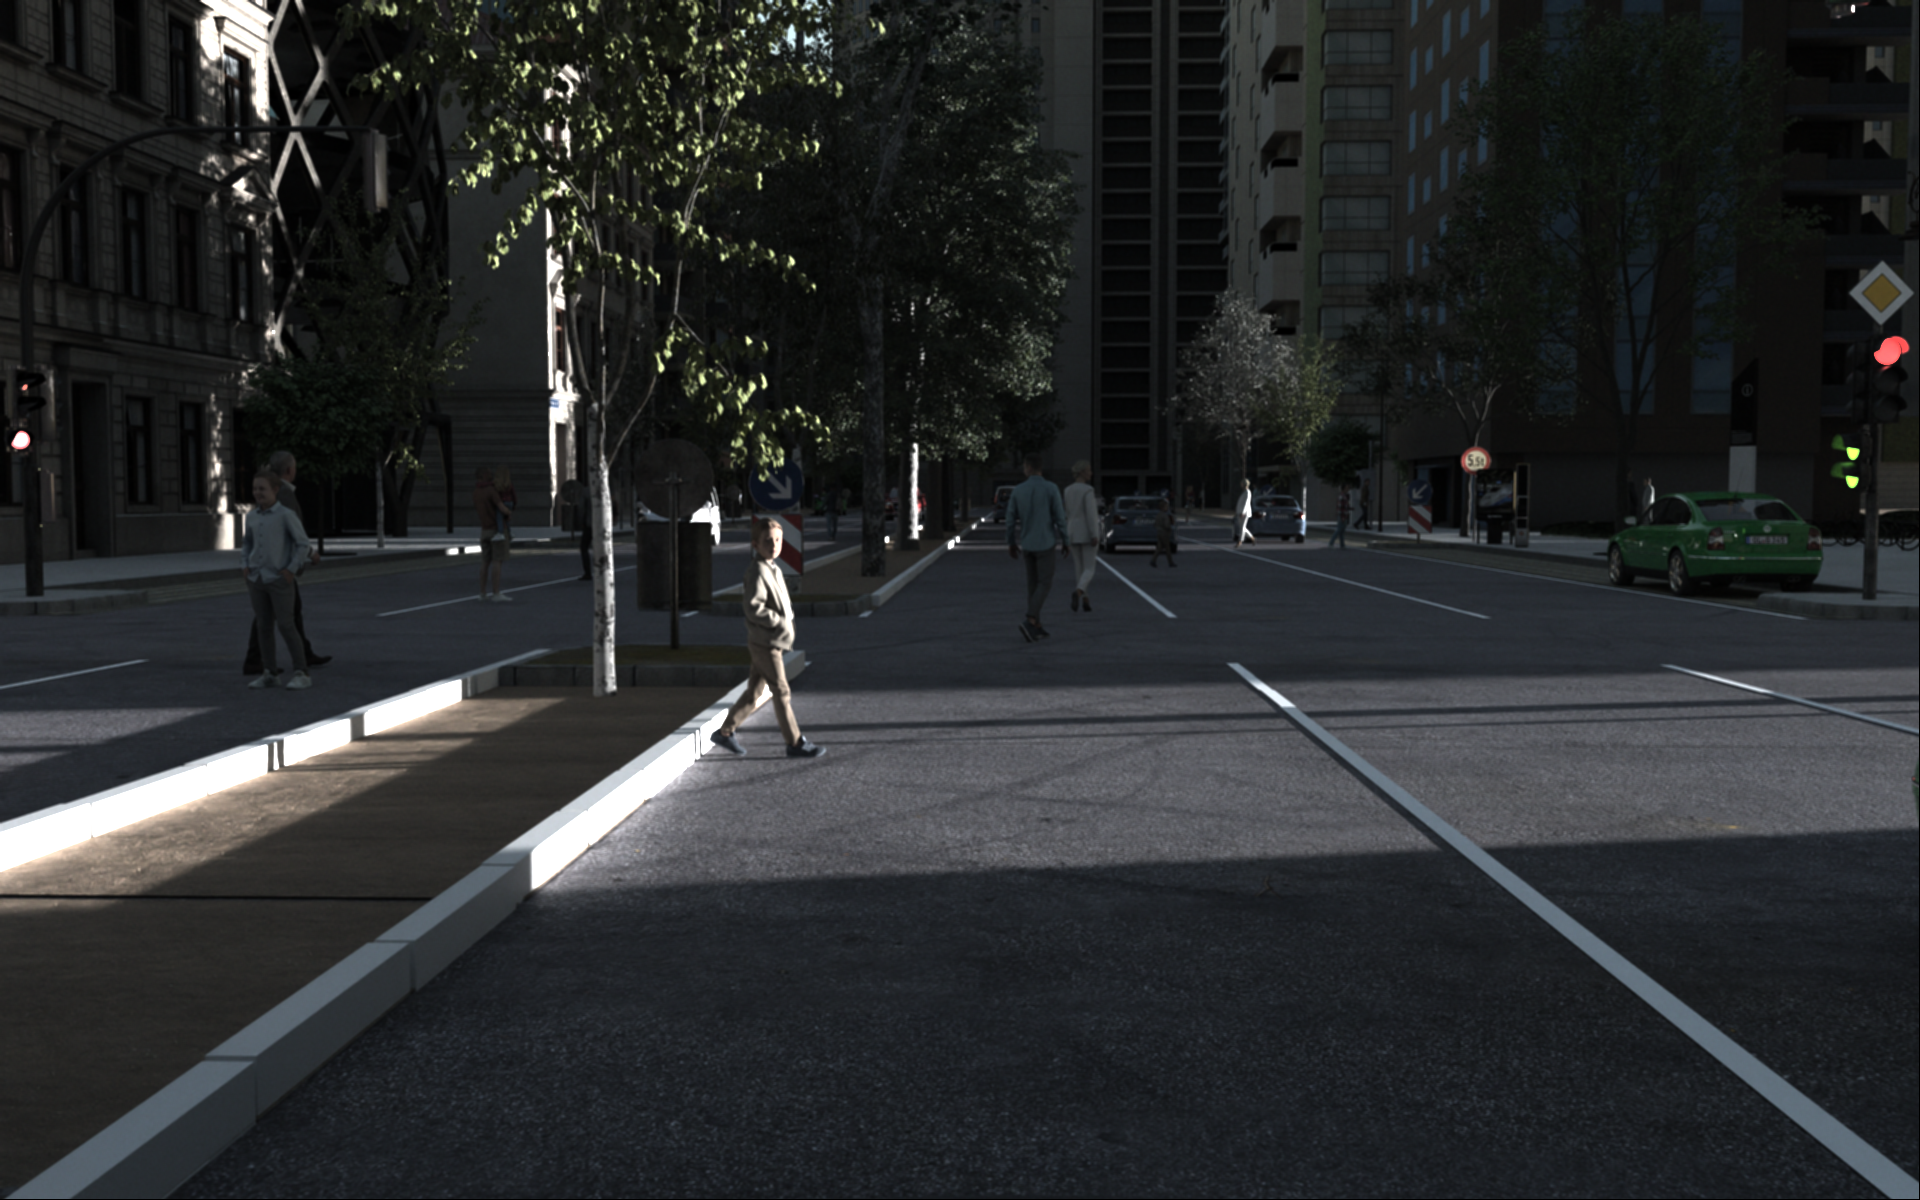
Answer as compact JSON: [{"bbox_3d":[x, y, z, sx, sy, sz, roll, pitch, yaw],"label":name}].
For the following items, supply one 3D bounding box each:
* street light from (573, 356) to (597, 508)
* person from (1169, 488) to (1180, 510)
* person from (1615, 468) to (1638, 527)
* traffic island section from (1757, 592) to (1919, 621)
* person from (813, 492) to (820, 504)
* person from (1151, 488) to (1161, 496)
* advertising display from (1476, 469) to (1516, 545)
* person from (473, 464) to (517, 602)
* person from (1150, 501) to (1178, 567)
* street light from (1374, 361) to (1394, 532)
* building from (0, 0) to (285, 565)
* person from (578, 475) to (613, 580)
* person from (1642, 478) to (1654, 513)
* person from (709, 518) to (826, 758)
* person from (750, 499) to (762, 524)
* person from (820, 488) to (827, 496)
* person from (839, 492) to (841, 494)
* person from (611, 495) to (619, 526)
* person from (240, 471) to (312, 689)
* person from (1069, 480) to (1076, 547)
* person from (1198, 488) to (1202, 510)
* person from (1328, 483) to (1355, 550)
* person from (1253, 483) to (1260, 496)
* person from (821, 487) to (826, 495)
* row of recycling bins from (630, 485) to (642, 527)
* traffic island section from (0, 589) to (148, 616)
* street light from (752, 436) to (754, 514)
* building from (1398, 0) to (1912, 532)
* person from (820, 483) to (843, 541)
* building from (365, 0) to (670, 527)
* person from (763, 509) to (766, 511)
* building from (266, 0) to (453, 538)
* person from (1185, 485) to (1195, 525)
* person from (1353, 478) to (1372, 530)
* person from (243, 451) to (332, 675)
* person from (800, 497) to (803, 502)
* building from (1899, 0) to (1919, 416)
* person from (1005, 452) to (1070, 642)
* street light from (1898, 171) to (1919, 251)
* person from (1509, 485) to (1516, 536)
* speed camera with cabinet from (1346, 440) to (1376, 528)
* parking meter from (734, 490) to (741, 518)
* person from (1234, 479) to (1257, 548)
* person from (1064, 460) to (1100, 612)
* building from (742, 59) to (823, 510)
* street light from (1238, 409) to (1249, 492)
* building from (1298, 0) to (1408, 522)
[{"bbox_3d":[-12.559,-5.216,58.070,0.468,5.910,1.993,0,4,2],"label":"street light"},{"bbox_3d":[16.810,-7.962,136.946,1.217,1.743,0.721,1,4,17],"label":"person"},{"bbox_3d":[15.809,-2.172,40.910,0.474,1.900,0.648,-3,4,-36],"label":"person"},{"bbox_3d":[11.075,0.075,21.052,2.009,0.180,2.903,0,4,2],"label":"traffic island section"},{"bbox_3d":[-10.207,-6.948,122.870,0.421,1.427,0.697,-2,4,-35],"label":"person"},{"bbox_3d":[17.841,-9.270,157.697,1.350,1.814,0.705,0,4,4],"label":"person"},{"bbox_3d":[13.674,-2.386,44.232,0.974,1.923,0.123,2,4,35],"label":"advertising display"},{"bbox_3d":[-6.221,-0.899,23.177,0.580,1.828,0.573,-1,4,-12],"label":"person"},{"bbox_3d":[3.961,-1.290,33.868,0.640,1.303,0.475,-3,4,-37],"label":"person"},{"bbox_3d":[14.331,-5.266,58.883,0.468,5.910,1.993,0,4,2],"label":"street light"},{"bbox_3d":[-21.863,-10.350,33.847,10.561,19.102,19.286,0,4,2],"label":"building"},{"bbox_3d":[-6.090,-1.234,28.864,0.592,1.802,0.473,0,4,-6],"label":"person"},{"bbox_3d":[22.156,-3.036,55.779,0.391,1.810,0.635,1,4,10],"label":"person"},{"bbox_3d":[-1.057,0.203,9.460,0.640,1.303,0.475,0,4,-4],"label":"person"},{"bbox_3d":[-9.020,-4.099,76.106,0.643,1.750,0.593,-2,4,-25],"label":"person"},{"bbox_3d":[-11.440,-8.599,146.664,1.348,1.821,0.705,3,4,38],"label":"person"},{"bbox_3d":[-10.924,-8.850,153.976,0.697,1.427,0.421,1,4,18],"label":"person"},{"bbox_3d":[-13.906,-3.602,69.611,0.362,1.253,0.373,2,4,24],"label":"person"},{"bbox_3d":[-5.099,-0.153,12.820,0.589,1.601,0.330,2,4,23],"label":"person"},{"bbox_3d":[3.205,-2.326,46.634,0.850,1.850,0.679,-1,4,-21],"label":"person"},{"bbox_3d":[19.125,-8.024,138.017,0.721,1.735,1.217,0,4,1],"label":"person"},{"bbox_3d":[9.790,-2.149,44.468,0.643,1.720,0.563,1,4,19],"label":"person"},{"bbox_3d":[15.579,-5.206,91.026,0.638,1.841,0.748,-3,5,-40],"label":"person"},{"bbox_3d":[-10.967,-8.122,138.848,0.705,1.824,1.348,-2,4,-26],"label":"person"},{"bbox_3d":[-12.265,-3.762,68.613,1.069,1.692,3.534,0,4,3],"label":"row of recycling bins"},{"bbox_3d":[-11.655,0.030,21.784,2.009,0.180,2.903,0,4,2],"label":"traffic island section"},{"bbox_3d":[-11.244,-7.410,93.943,0.468,5.910,1.993,0,4,2],"label":"street light"},{"bbox_3d":[25.091,-25.335,64.339,14.600,45.320,14.200,0,4,2],"label":"building"},{"bbox_3d":[-3.882,-2.690,52.836,0.623,1.781,0.721,-3,4,-36],"label":"person"},{"bbox_3d":[-20.647,-14.715,76.752,11.583,22.565,21.152,0,4,2],"label":"building"},{"bbox_3d":[-14.690,-7.501,129.627,0.436,1.711,0.756,2,4,25],"label":"person"},{"bbox_3d":[-24.626,-11.314,52.432,16.820,18.784,16.811,0,4,2],"label":"building"},{"bbox_3d":[10.572,-4.367,79.876,0.573,1.828,0.580,-3,4,-37],"label":"person"},{"bbox_3d":[14.443,-3.421,61.895,0.836,1.842,0.656,-1,4,-20],"label":"person"},{"bbox_3d":[-5.417,-0.312,13.996,0.661,1.777,0.834,3,5,40],"label":"person"},{"bbox_3d":[-11.156,-6.708,118.986,1.065,1.426,0.557,3,5,41],"label":"person"},{"bbox_3d":[26.043,-21.044,27.673,14.086,41.232,14.154,0,4,2],"label":"building"},{"bbox_3d":[0.704,-0.529,17.017,0.638,1.841,0.748,3,4,36],"label":"person"},{"bbox_3d":[13.167,-3.088,23.280,0.468,5.910,1.993,0,4,2],"label":"street light"},{"bbox_3d":[16.951,-2.843,52.710,0.590,1.801,0.661,-3,4,-39],"label":"person"},{"bbox_3d":[14.854,-4.286,64.418,0.660,3.252,2.038,0,4,-5],"label":"speed camera with cabinet"},{"bbox_3d":[-11.930,-5.170,92.936,0.372,1.533,0.369,0,3,0],"label":"parking meter"},{"bbox_3d":[7.662,-2.325,46.387,0.818,1.842,0.514,-2,4,-25],"label":"person"},{"bbox_3d":[1.446,-0.764,20.871,0.514,1.842,0.818,2,4,28],"label":"person"},{"bbox_3d":[-24.903,-28.247,153.722,23.993,40.220,32.217,0,4,2],"label":"building"},{"bbox_3d":[15.456,-7.448,94.569,0.468,5.910,1.993,0,4,2],"label":"street light"},{"bbox_3d":[24.089,-24.649,86.609,14.154,41.232,14.086,0,4,2],"label":"building"}]
